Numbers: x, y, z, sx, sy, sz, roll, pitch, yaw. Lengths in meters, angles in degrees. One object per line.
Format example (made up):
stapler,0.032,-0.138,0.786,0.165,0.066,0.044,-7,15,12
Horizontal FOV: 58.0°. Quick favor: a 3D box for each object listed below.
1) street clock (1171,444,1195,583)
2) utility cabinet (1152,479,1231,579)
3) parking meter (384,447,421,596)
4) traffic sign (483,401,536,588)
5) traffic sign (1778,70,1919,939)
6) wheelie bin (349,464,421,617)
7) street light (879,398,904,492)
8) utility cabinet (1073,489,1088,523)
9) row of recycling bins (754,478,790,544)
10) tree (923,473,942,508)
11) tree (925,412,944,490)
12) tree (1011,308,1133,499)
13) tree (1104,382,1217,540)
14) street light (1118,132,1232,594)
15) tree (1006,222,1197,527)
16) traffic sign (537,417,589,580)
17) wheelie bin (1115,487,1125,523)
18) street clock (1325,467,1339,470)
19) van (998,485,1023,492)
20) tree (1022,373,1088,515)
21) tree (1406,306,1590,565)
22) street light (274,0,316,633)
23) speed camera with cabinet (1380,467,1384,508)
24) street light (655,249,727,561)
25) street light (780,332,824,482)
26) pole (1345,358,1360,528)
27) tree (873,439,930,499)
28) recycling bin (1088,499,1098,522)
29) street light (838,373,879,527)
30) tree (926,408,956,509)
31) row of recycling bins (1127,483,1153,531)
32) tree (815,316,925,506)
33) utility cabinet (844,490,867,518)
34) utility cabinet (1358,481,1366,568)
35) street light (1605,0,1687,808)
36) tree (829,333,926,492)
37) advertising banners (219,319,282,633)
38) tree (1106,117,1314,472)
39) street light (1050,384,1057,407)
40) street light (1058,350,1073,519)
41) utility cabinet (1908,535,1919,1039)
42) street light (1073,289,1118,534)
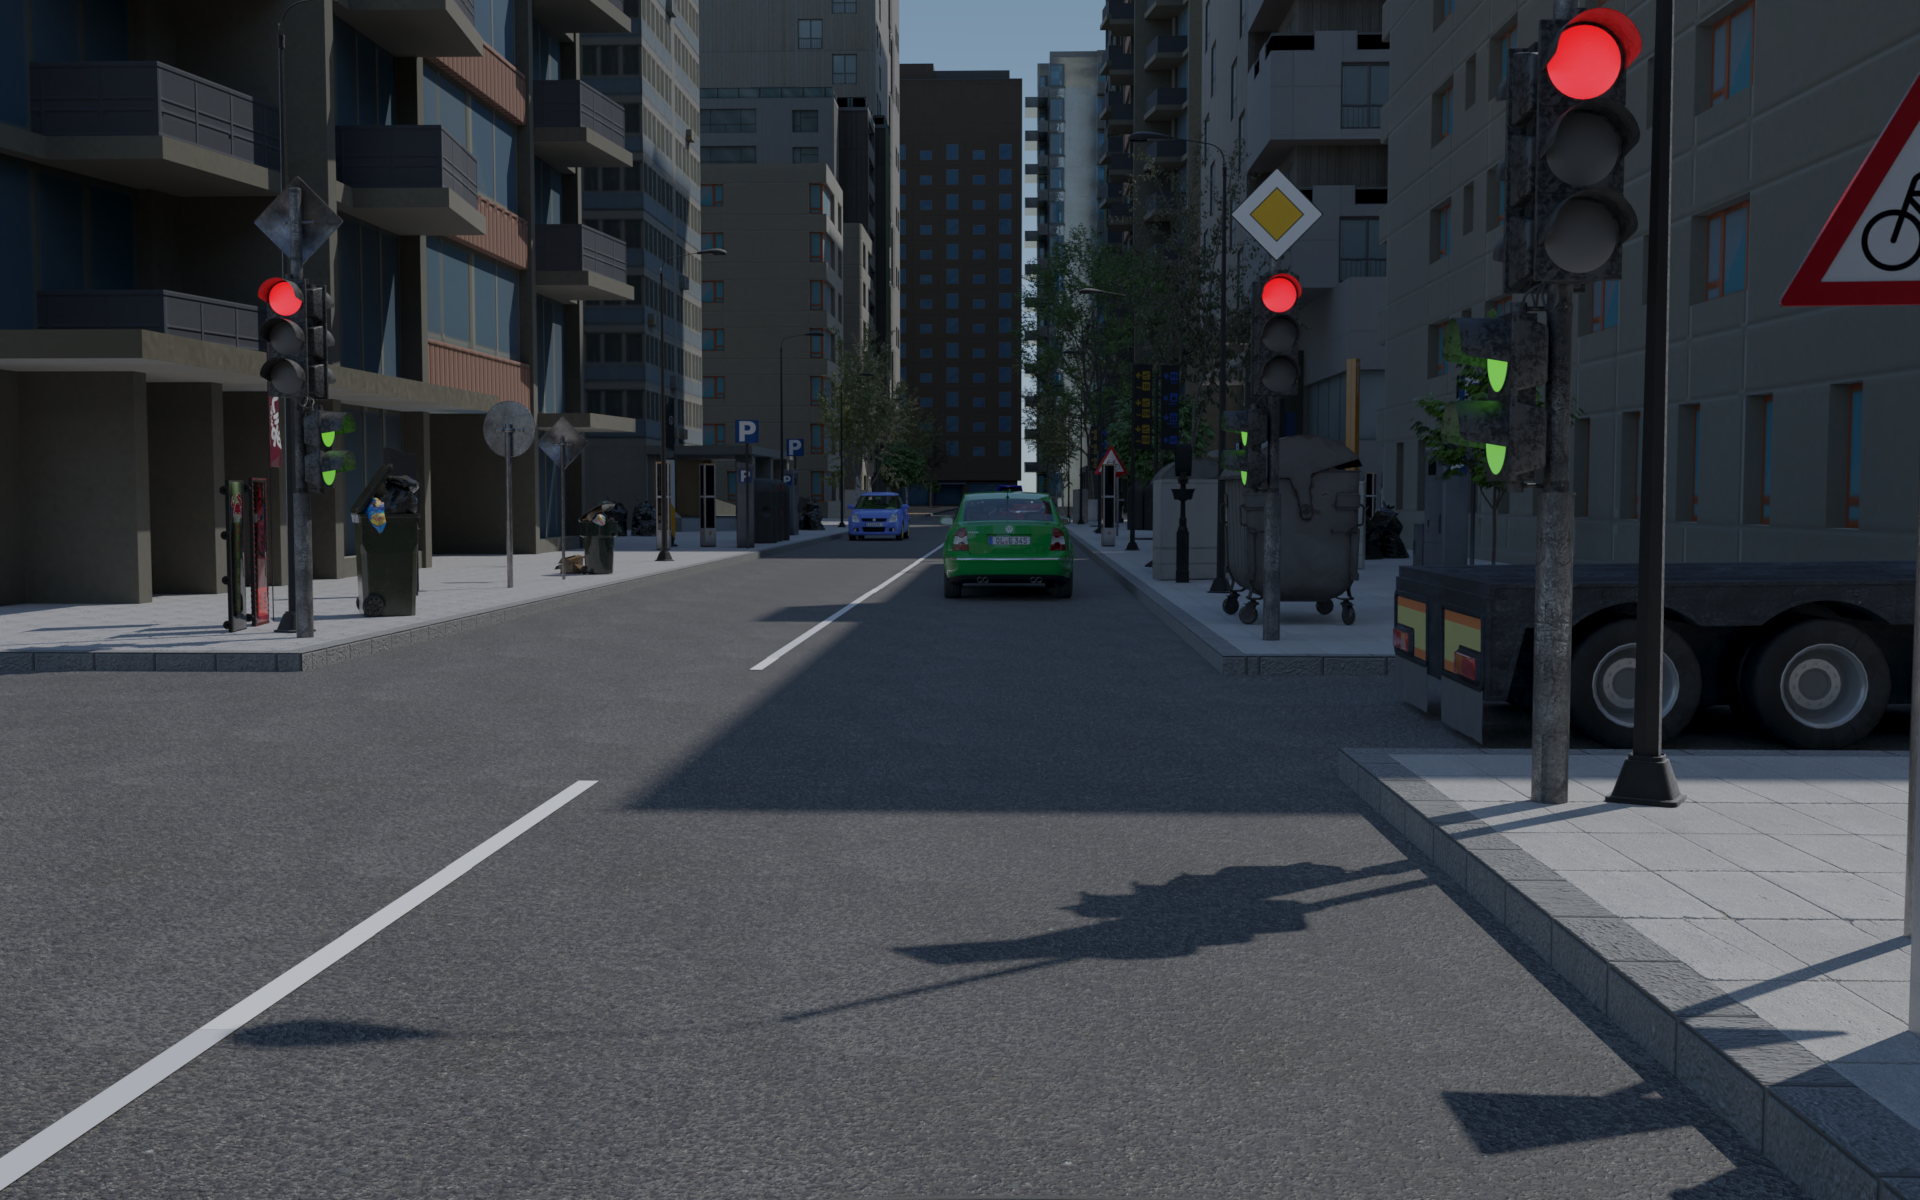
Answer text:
street clock,3.222,-1.252,25.034,0.358,2.002,0.471,0,4,4
utility cabinet,3.475,-1.055,25.924,1.173,1.500,0.318,-1,4,-19
parking meter,-7.023,-0.986,21.828,0.399,1.863,0.255,-2,4,-31
traffic sign,-6.163,-1.440,23.656,0.768,2.556,0.104,1,4,10
traffic sign,2.767,-0.302,4.938,0.884,2.594,0.081,0,4,5
wheelie bin,-6.070,-0.639,18.350,0.693,1.594,0.980,-2,4,-25
street light,-3.383,-6.803,83.774,1.470,5.913,1.316,0,4,2
utility cabinet,5.251,-4.094,75.623,0.318,1.500,1.173,2,4,24
row of recycling bins,-5.214,-2.408,46.477,1.069,1.692,3.534,0,4,2
tree,-2.352,-10.224,161.765,1.663,3.219,1.824,0,3,0
tree,-3.339,-9.843,111.294,4.737,8.622,4.395,0,3,0
tree,6.015,-9.047,82.324,7.601,10.594,8.767,1,4,15
tree,5.573,-3.981,48.798,4.285,4.588,4.351,0,3,0
street light,2.850,-3.047,22.363,1.470,5.913,1.316,0,4,2
tree,5.516,-8.675,67.584,9.928,11.665,9.643,0,3,0
traffic sign,-5.936,-1.511,25.892,0.795,2.450,0.064,0,4,4
wheelie bin,6.805,-4.202,76.615,0.980,1.594,0.693,-3,4,-38
street clock,9.853,-2.537,46.044,0.471,2.002,0.358,-2,4,-28
van,3.478,-7.109,120.609,2.240,2.365,5.245,0,4,1
tree,6.025,-9.437,104.654,4.737,8.622,4.395,0,3,0
tree,5.441,-1.433,18.038,1.663,3.219,1.824,0,3,0
street light,-5.653,-2.653,15.923,1.470,5.913,1.316,0,4,2
speed camera with cabinet,13.812,-3.746,55.586,0.660,3.252,2.038,1,4,13
street light,-5.119,-3.696,32.973,1.470,5.913,1.316,0,4,2
street light,-4.586,-4.723,49.761,1.470,5.913,1.316,0,4,2
pole,5.930,-1.979,26.199,0.158,3.312,0.155,0,3,0
tree,-3.479,-7.081,99.493,4.285,4.588,4.351,0,3,0
recycling bin,6.470,-4.204,81.290,0.722,1.027,0.722,-2,4,-35
street light,-4.008,-5.749,66.534,1.470,5.913,1.316,0,4,2
tree,-2.466,-12.144,148.922,4.360,8.622,3.978,0,3,0
row of recycling bins,7.323,-3.289,60.896,3.534,1.692,1.069,3,5,44
tree,-4.319,-7.471,72.513,4.737,8.622,4.395,0,3,0
utility cabinet,-5.445,-5.018,90.715,1.173,1.500,0.318,0,4,8
utility cabinet,6.338,-1.286,29.708,1.173,1.500,0.318,1,4,21
street light,2.334,-2.114,7.104,1.470,5.913,1.316,0,4,2
tree,-4.048,-7.867,78.984,4.360,8.622,3.978,0,3,0
advertising banners,-6.852,-1.264,16.851,0.090,3.025,2.074,0,4,-7
tree,4.767,-5.180,35.052,4.360,8.622,3.978,0,3,0
street light,4.589,-6.165,73.332,1.470,5.913,1.316,0,4,2
street light,4.003,-5.108,56.055,1.470,5.913,1.316,0,4,2
utility cabinet,2.351,0.463,3.599,0.306,1.237,1.020,0,4,7
street light,3.384,-4.082,39.283,1.470,5.913,1.316,0,4,2
